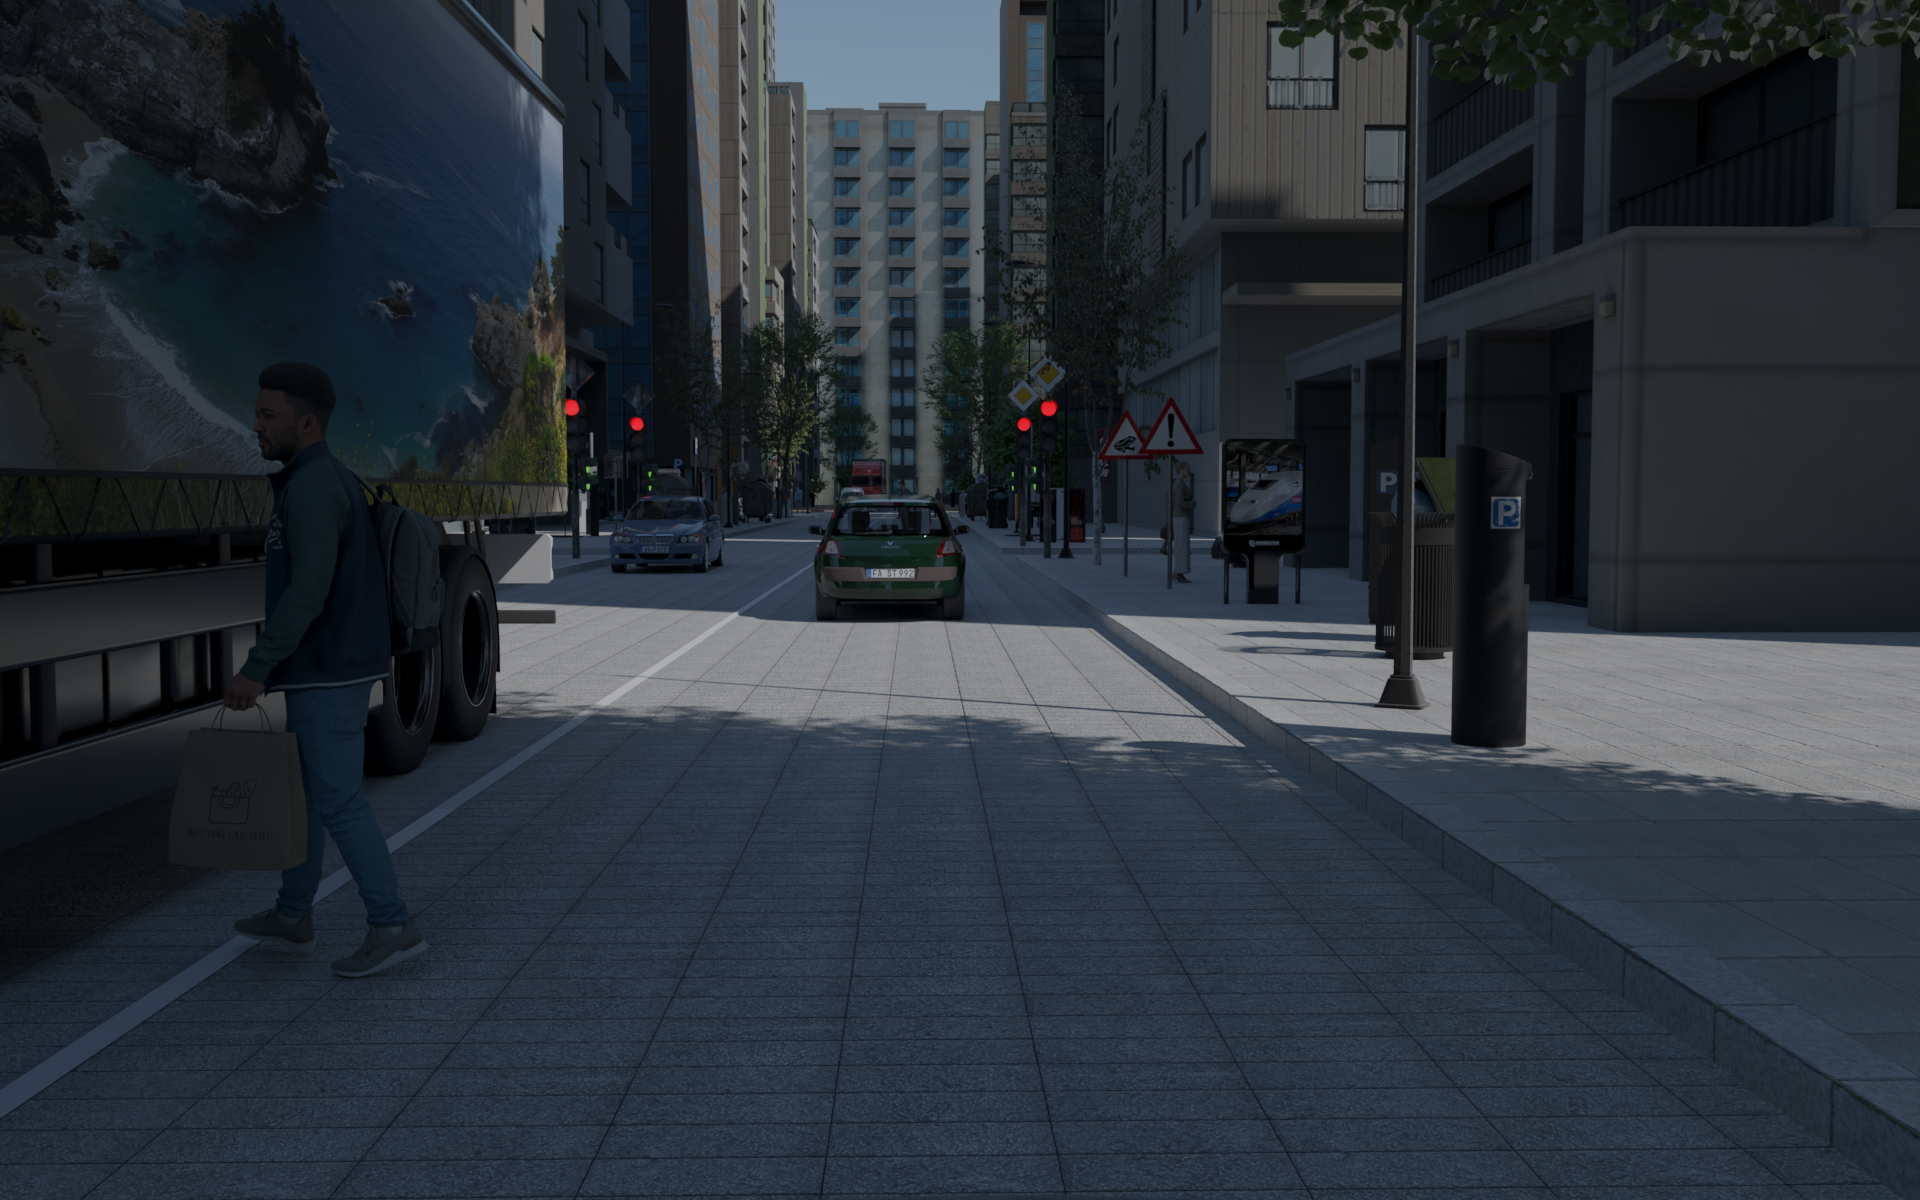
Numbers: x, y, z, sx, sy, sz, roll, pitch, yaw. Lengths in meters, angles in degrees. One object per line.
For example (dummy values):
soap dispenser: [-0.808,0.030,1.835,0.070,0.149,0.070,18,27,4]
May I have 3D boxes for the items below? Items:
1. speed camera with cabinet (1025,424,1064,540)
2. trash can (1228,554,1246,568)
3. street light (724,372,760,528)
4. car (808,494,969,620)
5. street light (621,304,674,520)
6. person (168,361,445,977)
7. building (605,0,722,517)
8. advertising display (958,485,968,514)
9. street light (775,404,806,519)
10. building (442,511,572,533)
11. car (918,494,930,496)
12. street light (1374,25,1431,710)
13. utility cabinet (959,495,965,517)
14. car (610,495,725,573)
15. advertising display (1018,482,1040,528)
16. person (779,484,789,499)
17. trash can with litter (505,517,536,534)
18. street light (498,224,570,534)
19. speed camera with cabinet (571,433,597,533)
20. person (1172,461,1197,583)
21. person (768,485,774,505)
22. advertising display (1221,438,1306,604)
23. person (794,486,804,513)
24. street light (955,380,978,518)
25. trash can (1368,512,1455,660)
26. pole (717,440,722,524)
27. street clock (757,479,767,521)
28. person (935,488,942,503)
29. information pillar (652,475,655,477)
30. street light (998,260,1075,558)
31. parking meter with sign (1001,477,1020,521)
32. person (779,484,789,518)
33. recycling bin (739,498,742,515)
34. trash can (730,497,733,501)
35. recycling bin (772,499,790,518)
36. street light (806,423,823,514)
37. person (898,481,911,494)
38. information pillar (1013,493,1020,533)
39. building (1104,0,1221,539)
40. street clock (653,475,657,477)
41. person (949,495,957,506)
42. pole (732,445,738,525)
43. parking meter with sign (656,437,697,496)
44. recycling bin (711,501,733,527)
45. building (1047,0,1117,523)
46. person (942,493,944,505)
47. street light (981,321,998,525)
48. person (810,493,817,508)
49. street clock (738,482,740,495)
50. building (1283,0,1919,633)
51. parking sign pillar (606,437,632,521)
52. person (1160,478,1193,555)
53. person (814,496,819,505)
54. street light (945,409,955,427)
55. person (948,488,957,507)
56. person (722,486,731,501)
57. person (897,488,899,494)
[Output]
speed camera with cabinet: [2.537,-3.321,48.639,0.660,3.252,2.038,-2,4,-34]
trash can: [4.994,-1.137,30.250,0.748,1.137,0.748,0,3,0]
street light: [-8.273,-5.706,65.840,1.470,5.913,1.316,0,4,-1]
car: [-0.862,-0.692,21.094,2.009,1.686,4.222,0,4,-3]
street light: [-7.694,-4.275,42.438,1.470,5.913,1.316,0,4,-1]
person: [-1.946,0.203,5.165,0.713,1.824,0.794,0,4,7]
building: [-20.725,-27.115,93.435,14.600,45.320,14.200,0,4,-1]
advertising display: [0.345,-6.519,111.791,0.974,1.923,0.123,1,4,18]
street light: [-8.840,-7.138,89.241,1.470,5.913,1.316,0,4,-1]
building: [-27.534,-29.052,64.239,28.713,52.752,27.495,0,4,-1]
car: [-3.299,-8.708,154.379,2.014,1.417,4.499,0,4,-1]
street light: [2.130,-2.308,10.270,1.470,5.913,1.316,0,4,-1]
utility cabinet: [0.129,-5.188,95.979,0.306,1.237,1.020,0,4,1]
car: [-5.529,-1.290,33.099,2.014,1.417,4.499,0,4,-2]
advertising display: [2.607,-3.695,65.619,0.974,1.923,0.123,-2,4,-28]
person: [-11.064,-6.354,109.296,0.648,1.900,0.474,0,4,-3]
trash can with litter: [-8.584,-1.384,34.015,0.624,1.170,1.055,0,4,-3]
street light: [-7.385,-3.504,29.825,1.470,5.913,1.316,0,4,-1]
speed camera with cabinet: [-12.292,-3.803,56.516,0.660,3.252,2.038,-1,4,-19]
person: [3.245,-1.128,25.039,0.362,1.759,0.519,0,4,2]
person: [-12.206,-6.430,110.953,0.755,1.850,0.659,1,4,22]
advertising display: [3.532,-0.915,20.176,0.974,1.923,0.123,0,4,-4]
person: [-10.829,-6.764,116.503,0.638,1.841,0.748,-2,4,-31]
street light: [0.654,-6.000,70.638,1.470,5.913,1.316,0,4,-1]
trash can: [3.575,-0.119,13.593,0.748,1.137,0.748,0,3,0]
pole: [-9.016,-4.347,64.921,0.158,3.312,0.155,0,3,0]
street clock: [-9.299,-4.678,81.049,0.471,2.002,0.358,1,4,9]
person: [-1.409,-5.846,104.257,0.590,1.801,0.661,3,4,36]
information pillar: [-11.758,-3.842,67.310,0.304,2.012,0.304,3,5,40]
street light: [1.586,-3.789,34.491,1.470,5.913,1.316,0,4,-1]
parking meter with sign: [2.717,-5.372,84.091,1.738,3.016,0.543,-2,4,-31]
person: [-9.406,-5.274,92.083,0.655,1.846,0.447,-2,4,-27]
recycling bin: [-14.012,-5.846,108.143,0.722,1.027,0.722,0,4,7]
trash can: [-11.666,-4.613,87.078,0.748,1.137,0.748,0,3,0]
recycling bin: [-9.788,-5.026,94.735,0.722,1.027,0.722,3,4,37]
street light: [-9.414,-8.598,113.113,1.470,5.913,1.316,0,4,-1]
person: [-1.776,-2.822,54.439,0.447,1.846,0.655,-2,4,-28]
information pillar: [1.881,-4.018,57.041,0.183,3.616,0.504,0,4,-4]
building: [19.318,-28.730,58.969,27.495,52.752,28.713,0,4,-1]
street clock: [-11.454,-3.746,65.816,0.471,2.002,0.358,1,4,22]
person: [-0.728,-10.852,184.021,0.990,1.755,0.434,-2,4,-23]
pole: [-9.398,-4.807,72.432,0.158,3.312,0.155,0,3,0]
parking meter with sign: [-8.925,-3.469,52.979,1.738,3.016,0.543,0,4,-2]
recycling bin: [-9.275,-3.358,67.453,0.722,1.027,0.722,-1,4,-20]
building: [10.937,-18.975,81.949,14.160,30.474,14.107,0,4,-1]
person: [-1.760,-10.591,182.459,0.557,1.426,1.065,0,4,-1]
street light: [1.323,-4.532,46.637,1.470,5.913,1.316,0,4,-1]
person: [-13.990,-9.707,164.719,0.705,1.831,1.348,-2,4,-30]
street clock: [-13.538,-6.161,105.310,0.358,2.002,0.471,-1,4,-11]
building: [16.202,-35.497,18.628,20.563,71.187,20.611,0,4,-1]
parking sign pillar: [-16.025,-5.710,81.834,1.447,3.967,1.447,1,4,23]
person: [5.033,-1.938,40.282,0.767,1.812,0.694,3,5,43]
person: [-16.517,-11.445,196.352,1.217,1.743,0.721,3,4,38]
street light: [0.083,-7.444,94.251,1.470,5.913,1.316,0,4,-1]
person: [-0.713,-9.993,169.388,1.348,1.831,0.705,-3,5,-42]
person: [-9.425,-3.749,69.144,0.589,1.601,0.330,1,4,12]
person: [-3.589,-5.719,102.191,0.419,1.800,0.721,0,4,4]
